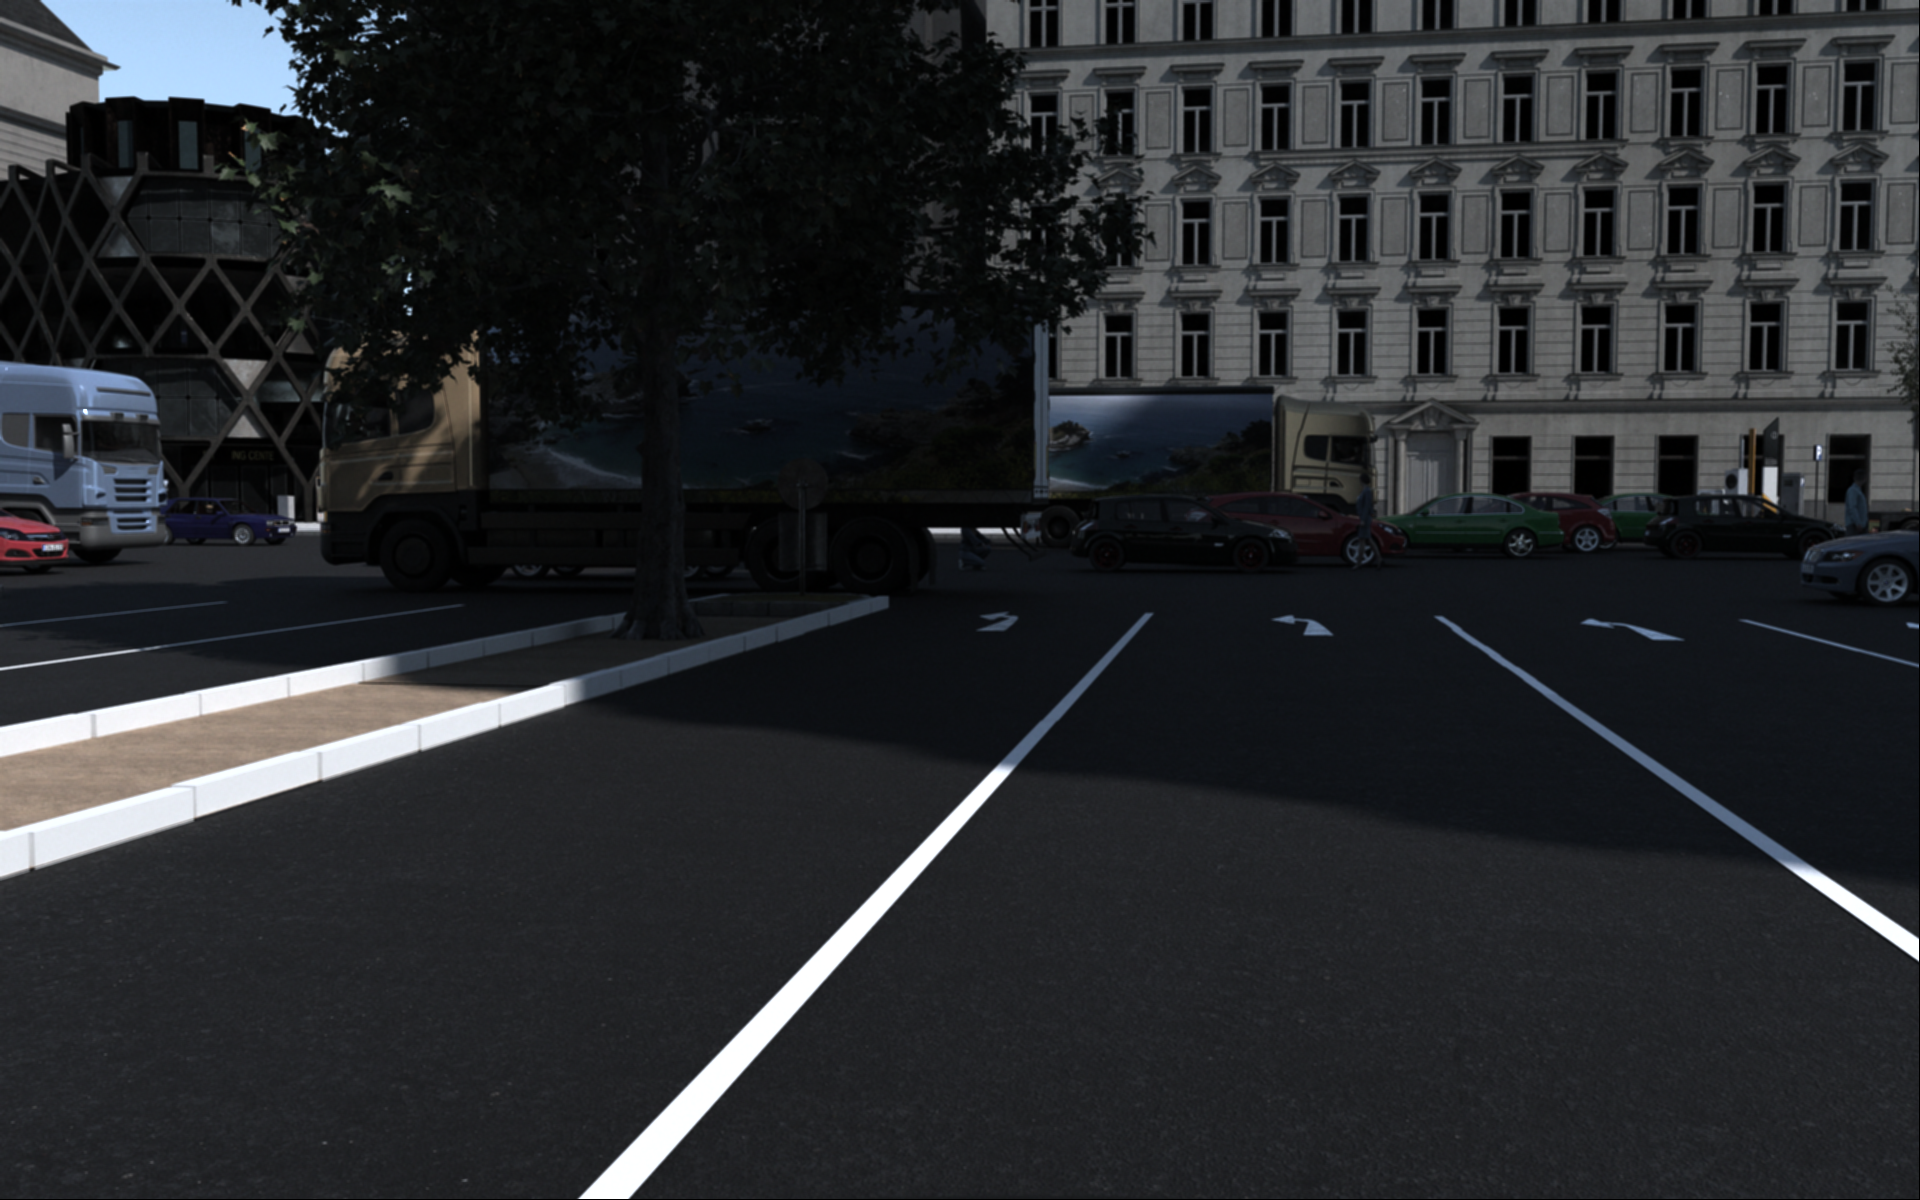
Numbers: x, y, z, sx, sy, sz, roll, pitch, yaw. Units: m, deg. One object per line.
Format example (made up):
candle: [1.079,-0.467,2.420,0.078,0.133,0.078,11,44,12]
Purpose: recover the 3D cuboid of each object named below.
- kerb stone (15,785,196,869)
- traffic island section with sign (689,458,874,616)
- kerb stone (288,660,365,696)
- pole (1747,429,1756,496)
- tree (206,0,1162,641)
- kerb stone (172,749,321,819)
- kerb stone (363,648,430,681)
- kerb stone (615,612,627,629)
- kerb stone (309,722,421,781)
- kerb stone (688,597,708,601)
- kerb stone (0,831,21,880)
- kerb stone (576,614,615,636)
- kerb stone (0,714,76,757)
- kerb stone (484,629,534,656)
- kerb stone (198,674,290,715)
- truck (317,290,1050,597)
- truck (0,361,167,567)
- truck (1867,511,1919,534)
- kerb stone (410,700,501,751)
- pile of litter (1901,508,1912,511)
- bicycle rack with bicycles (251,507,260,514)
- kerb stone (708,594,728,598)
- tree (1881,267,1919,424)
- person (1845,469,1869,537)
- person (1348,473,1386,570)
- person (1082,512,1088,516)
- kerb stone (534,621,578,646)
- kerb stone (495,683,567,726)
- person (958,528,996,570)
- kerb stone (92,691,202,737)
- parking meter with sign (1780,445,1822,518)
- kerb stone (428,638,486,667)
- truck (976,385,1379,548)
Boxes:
kerb stone: [-3.504,0.929,7.110,0.120,0.150,1.000,1,4,10]
traffic island section with sign: [-2.098,-0.805,21.304,2.006,1.907,1.989,1,4,10]
kerb stone: [-4.681,0.583,12.665,0.120,0.150,1.000,1,4,10]
pole: [24.653,-3.677,53.966,0.158,3.312,0.155,0,3,0]
tree: [-2.964,-5.969,17.054,9.611,12.733,9.660,0,3,0]
kerb stone: [-3.336,0.860,8.127,0.120,0.150,1.000,1,4,10]
kerb stone: [-4.503,0.521,13.678,0.120,0.150,1.000,1,4,10]
kerb stone: [-3.620,0.220,18.755,0.120,0.150,1.000,1,4,10]
kerb stone: [-3.154,0.800,9.138,0.120,0.150,1.000,1,4,10]
kerb stone: [-3.272,0.091,20.782,0.120,0.150,1.000,1,4,10]
kerb stone: [-3.681,0.985,6.097,0.120,0.150,1.000,1,4,10]
kerb stone: [-3.803,0.272,17.744,0.120,0.150,1.000,1,4,10]
kerb stone: [-5.207,0.770,9.608,0.120,0.150,1.000,1,4,10]
kerb stone: [-4.150,0.397,15.711,0.120,0.150,1.000,1,4,10]
kerb stone: [-4.855,0.645,11.649,0.120,0.150,1.000,1,4,10]
truck: [-4.369,-2.245,25.618,11.283,4.237,2.839,0,4,8]
truck: [-25.081,-2.831,36.047,18.799,4.110,2.967,1,4,10]
truck: [33.899,-3.409,45.494,18.799,4.110,2.967,1,4,10]
kerb stone: [-2.976,0.737,10.150,0.120,0.150,1.000,1,4,10]
pile of litter: [29.204,-2.396,53.144,1.719,0.858,1.176,1,4,14]
bicycle rack with bicycles: [-52.726,-6.834,125.116,2.852,0.926,2.925,2,4,33]
kerb stone: [-3.090,0.027,21.805,0.120,0.150,1.000,1,4,10]
tree: [31.581,-6.441,55.677,4.360,8.622,3.978,0,3,0]
person: [14.735,-1.237,28.594,0.638,1.841,0.748,-3,5,-39]
person: [7.634,-1.463,32.446,0.654,1.822,0.581,2,4,27]
person: [3.577,-2.257,49.654,0.306,1.304,0.590,2,4,28]
kerb stone: [-3.966,0.335,16.722,0.120,0.150,1.000,1,4,10]
kerb stone: [-2.802,0.681,11.163,0.120,0.150,1.000,1,4,10]
person: [0.361,-1.142,32.675,0.738,1.151,1.012,2,4,24]
kerb stone: [-5.025,0.710,10.632,0.120,0.150,1.000,1,4,10]
parking meter with sign: [29.906,-4.034,62.222,0.543,3.016,1.738,-3,5,-44]
kerb stone: [-4.323,0.460,14.698,0.120,0.150,1.000,1,4,10]
truck: [6.019,-3.505,46.224,11.283,4.237,2.839,1,4,8]
